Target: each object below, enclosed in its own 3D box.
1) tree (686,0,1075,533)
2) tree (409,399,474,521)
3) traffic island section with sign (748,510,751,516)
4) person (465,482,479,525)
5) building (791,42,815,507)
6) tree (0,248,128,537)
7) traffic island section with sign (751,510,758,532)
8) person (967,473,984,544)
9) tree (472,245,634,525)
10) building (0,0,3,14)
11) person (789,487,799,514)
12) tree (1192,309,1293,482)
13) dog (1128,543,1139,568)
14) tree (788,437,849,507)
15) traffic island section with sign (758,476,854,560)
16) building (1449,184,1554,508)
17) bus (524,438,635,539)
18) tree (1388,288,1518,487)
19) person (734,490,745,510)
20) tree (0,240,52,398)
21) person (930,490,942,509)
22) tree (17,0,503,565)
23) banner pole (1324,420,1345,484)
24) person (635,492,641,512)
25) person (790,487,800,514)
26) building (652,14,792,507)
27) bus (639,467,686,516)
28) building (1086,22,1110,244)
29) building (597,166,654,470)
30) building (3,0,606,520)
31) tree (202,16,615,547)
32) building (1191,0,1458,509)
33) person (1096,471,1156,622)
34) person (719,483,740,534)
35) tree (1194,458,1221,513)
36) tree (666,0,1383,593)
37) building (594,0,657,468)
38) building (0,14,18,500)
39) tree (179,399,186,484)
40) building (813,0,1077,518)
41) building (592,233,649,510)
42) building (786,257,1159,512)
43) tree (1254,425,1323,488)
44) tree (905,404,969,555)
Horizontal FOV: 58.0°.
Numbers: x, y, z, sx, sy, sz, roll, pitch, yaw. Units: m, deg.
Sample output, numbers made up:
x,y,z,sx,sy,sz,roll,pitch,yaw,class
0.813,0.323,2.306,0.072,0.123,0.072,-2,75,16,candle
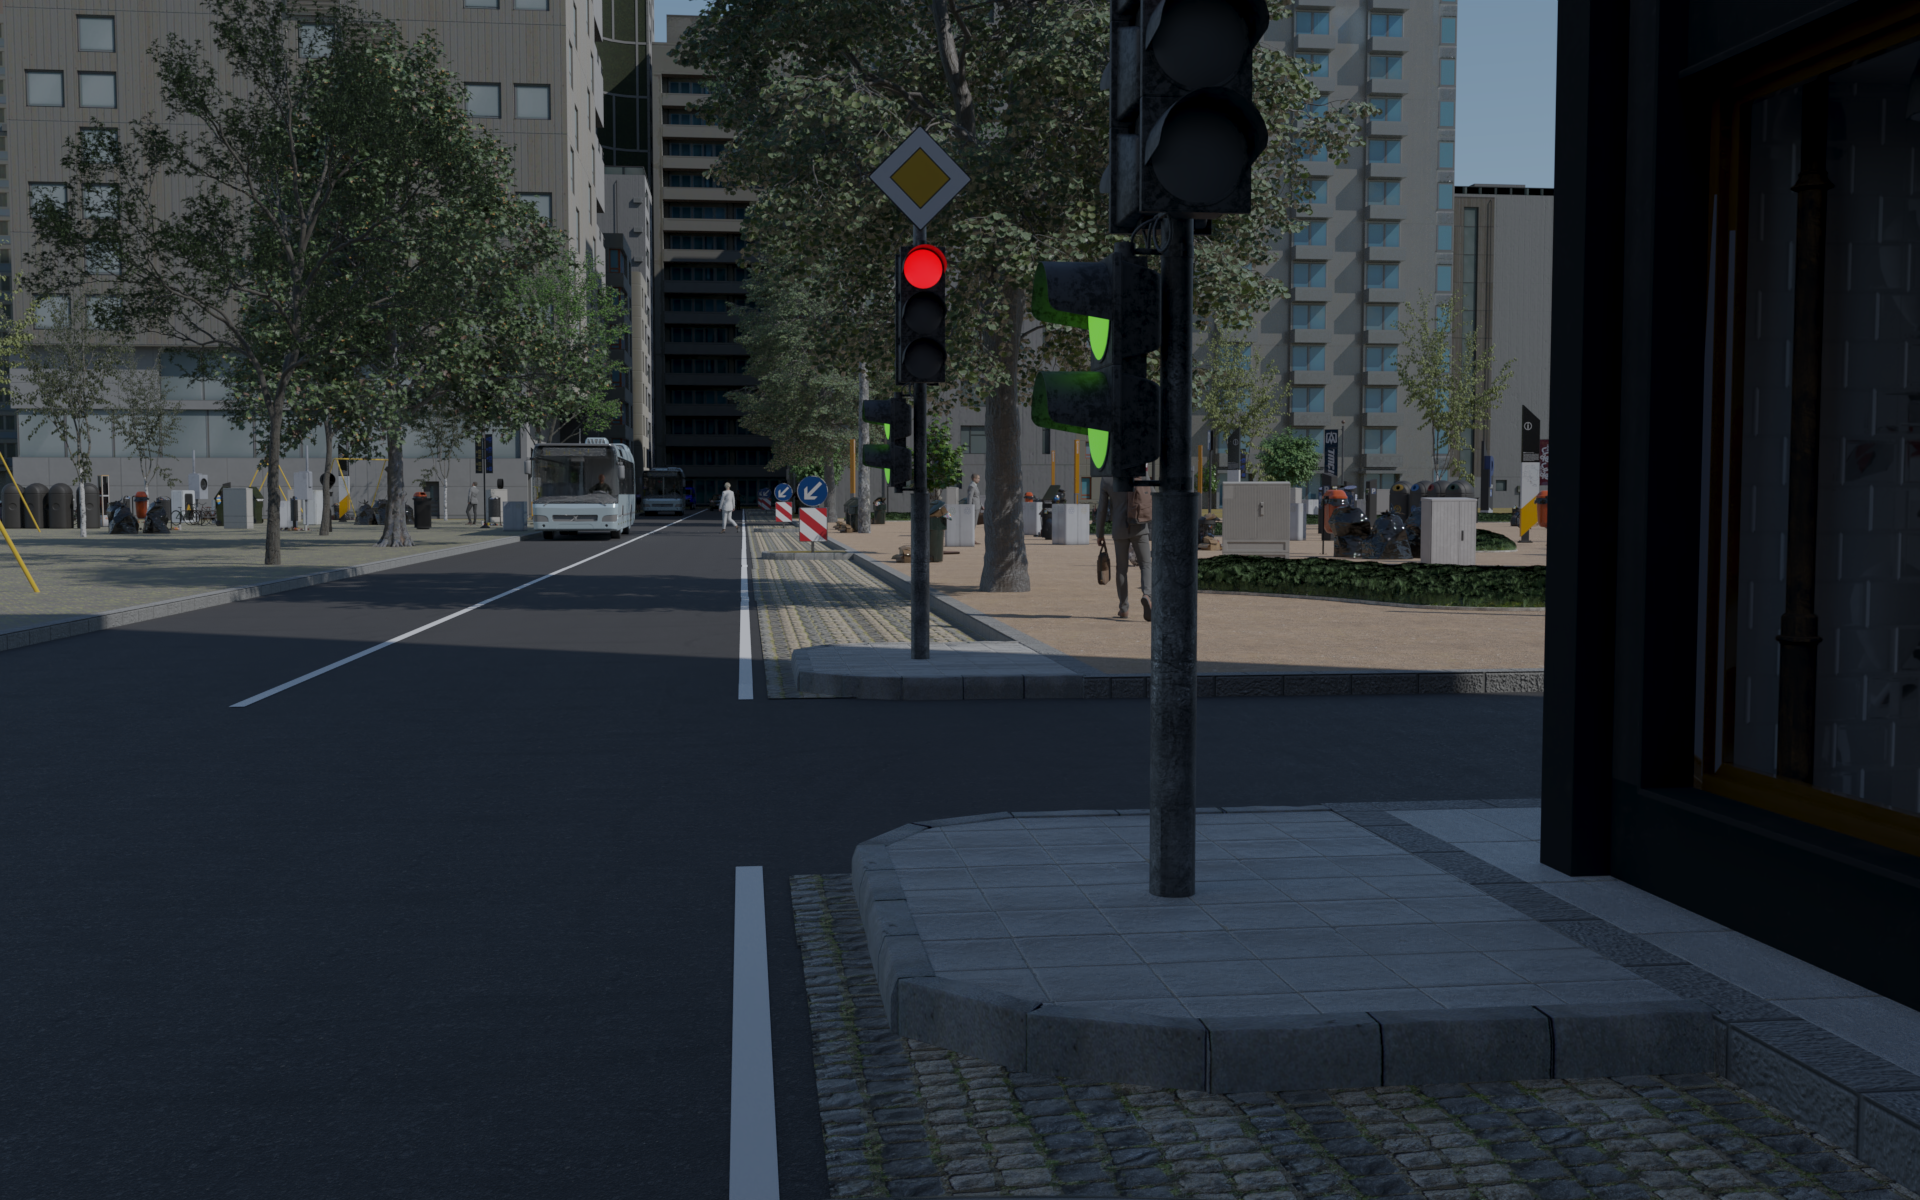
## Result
x,y,z,sx,sy,sz,roll,pitch,yaw,class
-1.761,-12.203,55.416,12.611,20.169,13.585,0,3,0,tree
-24.994,-8.171,83.963,4.360,8.622,3.978,0,3,0,tree
-12.924,-6.474,114.469,1.989,1.847,2.006,0,4,-7,traffic island section with sign
-20.485,-4.067,72.712,0.592,1.802,0.473,-3,5,-44,person
-8.119,-28.909,156.258,14.154,41.232,14.086,0,4,-7,building
-26.289,-6.168,51.207,4.360,8.622,3.978,0,3,0,tree
-6.747,-3.449,65.023,1.989,1.847,2.006,0,4,-7,traffic island section with sign
0.366,-2.320,44.103,0.853,1.813,0.709,0,4,3,person
-17.556,-8.996,72.835,9.928,11.665,9.643,0,3,0,tree
-86.714,-30.427,147.595,14.200,45.320,14.600,0,4,-7,building
-10.653,-6.495,112.753,1.217,1.766,0.721,3,4,37,person
10.900,-7.222,68.439,4.737,8.622,4.395,0,3,0,tree
3.016,-0.988,30.534,0.513,0.831,0.800,0,4,-4,dog
-7.205,-6.453,89.227,4.285,4.588,4.351,0,3,0,tree
-3.388,-1.813,38.277,1.989,1.847,2.006,0,4,-7,traffic island section with sign
50.411,-24.073,165.290,14.107,30.474,14.160,0,4,-7,building
-12.474,-3.864,58.040,2.948,3.499,13.247,-1,4,-8,bus
17.312,-6.819,61.851,4.737,8.622,4.395,0,3,0,tree
-19.713,-8.902,154.187,1.348,1.807,0.705,2,4,31,person
-23.844,-5.500,40.294,4.737,8.622,4.395,0,3,0,tree
-0.795,-3.093,57.161,0.519,1.759,0.362,3,5,39,person
-12.439,-5.897,30.822,8.767,10.594,7.601,-1,4,-13,tree
12.746,-4.205,58.761,0.863,3.779,0.401,2,4,24,banner pole
-22.771,-6.932,122.614,0.421,1.427,0.697,-1,4,-14,person
-10.338,-6.304,109.637,0.721,1.766,1.217,-3,5,-43,person
-20.733,-34.076,180.837,21.600,48.544,21.300,0,4,-7,building
-19.955,-7.475,117.082,2.948,3.499,13.247,0,4,-8,bus
5.617,-31.098,158.562,14.200,45.320,14.600,0,4,-7,building
-34.555,-23.412,154.482,14.107,30.474,14.160,0,4,-7,building
-34.759,-31.140,98.381,28.713,52.752,27.495,0,4,-7,building
-13.793,-7.655,42.162,9.611,12.733,9.660,0,3,0,tree
28.378,-32.830,156.377,30.456,49.044,23.786,0,4,-7,building
1.708,-0.712,17.648,0.622,1.834,0.822,0,4,0,person
-8.360,-3.320,62.667,0.818,1.842,0.514,1,4,21,person
12.991,-5.832,89.946,1.663,3.219,1.824,0,3,0,tree
0.657,-7.077,22.367,9.857,13.997,8.962,0,3,0,tree
-41.962,-45.187,177.054,20.611,71.187,20.563,0,4,-7,building
-66.655,-27.484,141.245,23.993,40.220,32.217,0,4,-7,building
-37.993,-7.970,80.676,4.360,8.622,3.978,0,3,0,tree
-1.352,-19.992,98.568,14.160,30.474,14.107,0,4,-7,building
-37.798,-17.283,127.621,27.650,21.520,28.899,0,4,-7,building
0.595,-17.781,135.754,27.650,21.520,28.899,0,4,-7,building
15.507,-6.011,81.998,4.285,4.588,4.351,0,3,0,tree
-0.648,-2.594,37.018,1.663,3.219,1.824,0,3,0,tree
